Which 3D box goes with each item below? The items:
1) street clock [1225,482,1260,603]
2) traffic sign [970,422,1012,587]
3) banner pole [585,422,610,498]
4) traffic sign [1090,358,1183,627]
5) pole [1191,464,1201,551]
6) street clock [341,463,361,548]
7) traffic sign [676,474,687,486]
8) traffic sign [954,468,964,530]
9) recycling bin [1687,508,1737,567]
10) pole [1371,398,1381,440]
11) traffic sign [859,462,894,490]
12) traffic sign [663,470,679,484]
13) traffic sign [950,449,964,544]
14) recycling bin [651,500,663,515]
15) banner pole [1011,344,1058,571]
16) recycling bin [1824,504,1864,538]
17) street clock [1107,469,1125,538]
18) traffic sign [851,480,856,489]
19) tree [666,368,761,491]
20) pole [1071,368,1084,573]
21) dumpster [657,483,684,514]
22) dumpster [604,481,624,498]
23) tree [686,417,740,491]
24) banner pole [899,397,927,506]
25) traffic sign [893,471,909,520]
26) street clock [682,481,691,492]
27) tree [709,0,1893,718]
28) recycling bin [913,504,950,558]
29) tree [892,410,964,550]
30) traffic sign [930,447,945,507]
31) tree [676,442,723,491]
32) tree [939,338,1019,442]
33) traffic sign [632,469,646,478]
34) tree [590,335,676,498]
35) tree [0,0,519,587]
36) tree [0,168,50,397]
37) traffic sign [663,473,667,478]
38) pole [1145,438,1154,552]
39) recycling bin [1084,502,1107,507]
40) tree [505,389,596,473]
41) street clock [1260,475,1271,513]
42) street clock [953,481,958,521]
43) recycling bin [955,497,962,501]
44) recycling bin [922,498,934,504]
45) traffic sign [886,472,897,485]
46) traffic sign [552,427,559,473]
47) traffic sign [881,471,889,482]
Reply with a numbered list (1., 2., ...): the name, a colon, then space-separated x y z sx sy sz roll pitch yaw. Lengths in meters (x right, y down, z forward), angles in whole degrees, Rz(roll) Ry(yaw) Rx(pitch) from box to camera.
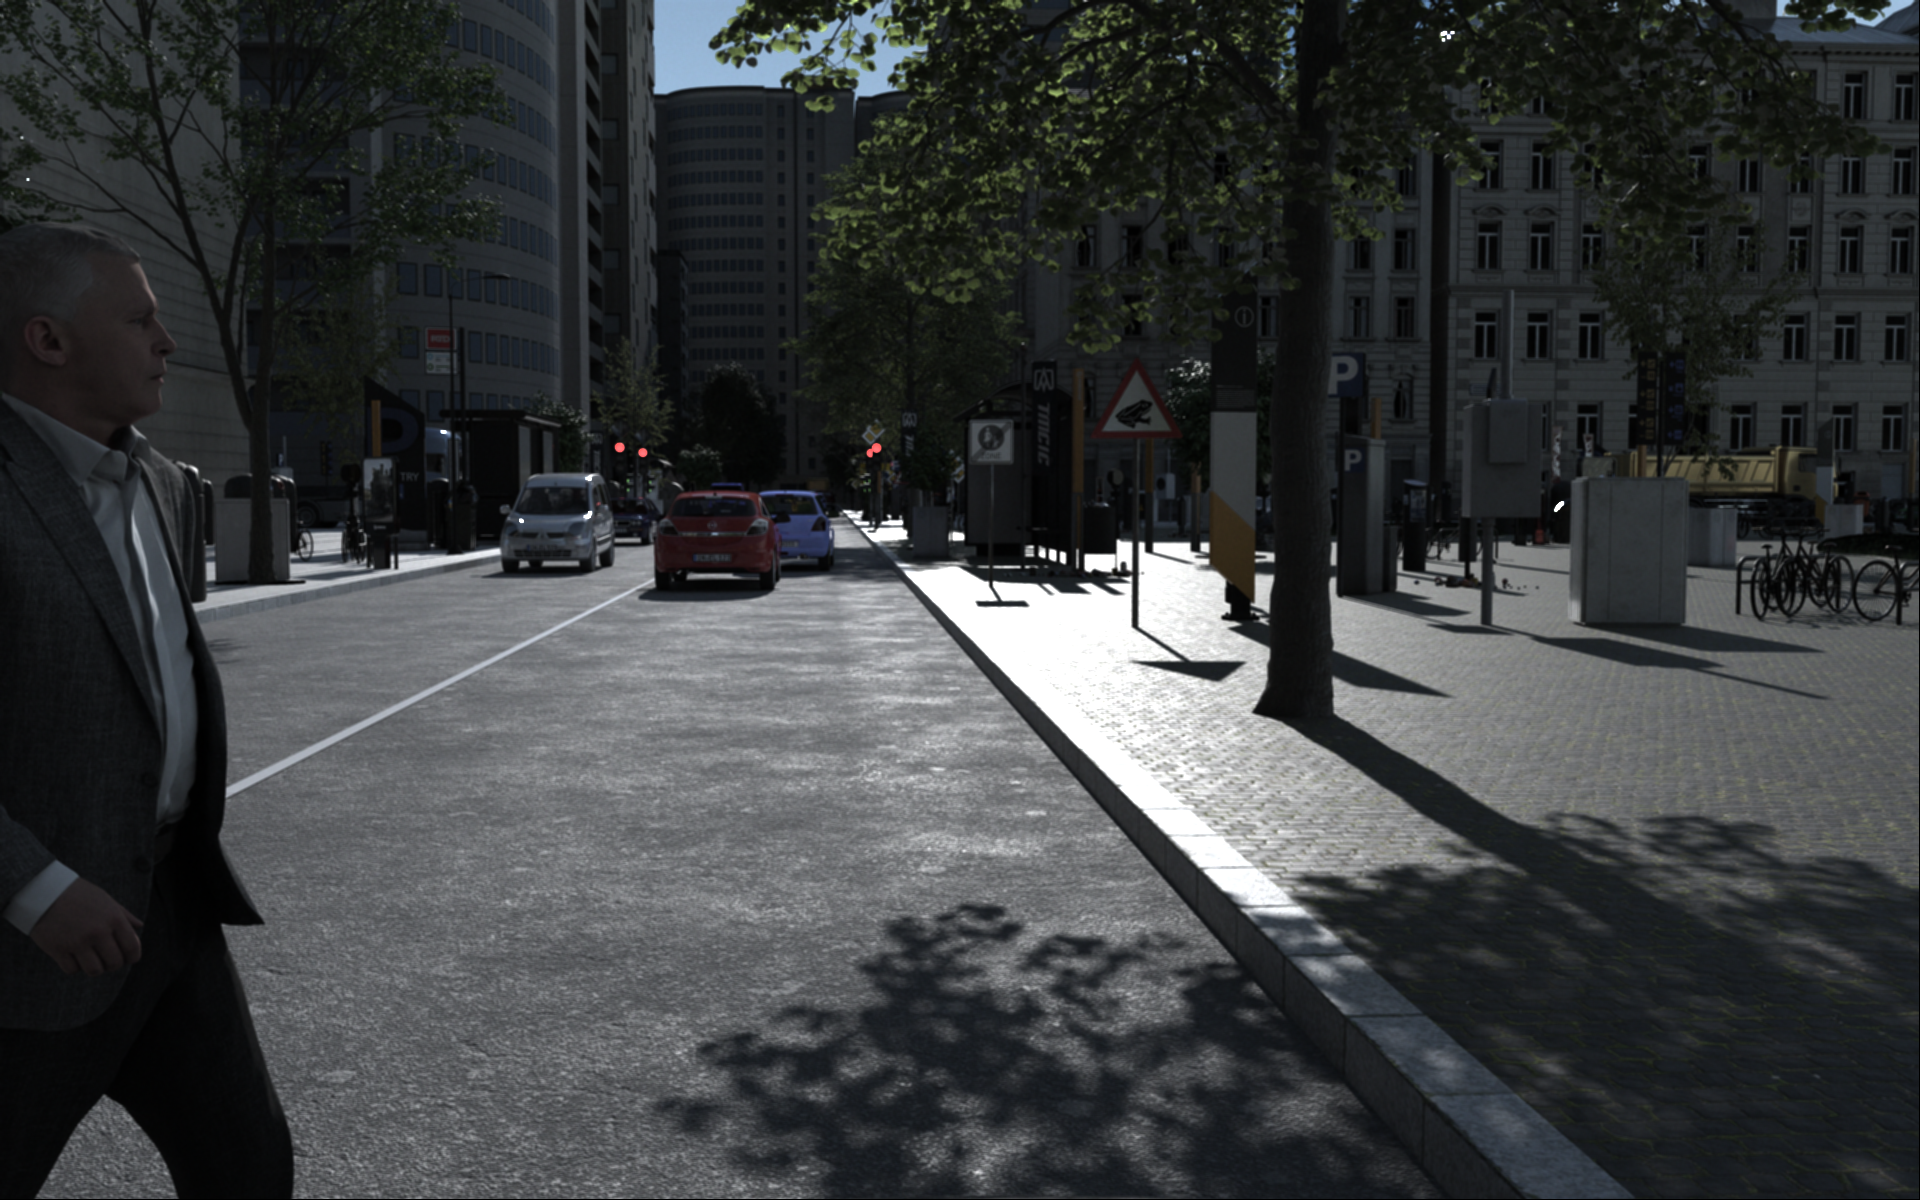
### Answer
1. street clock: 3.248 -0.973 20.487 0.471 2.002 0.358 0 4 2
2. traffic sign: 0.429 -1.335 23.960 0.606 2.300 0.079 0 4 1
3. banner pole: -12.367 -4.268 59.807 0.863 3.779 0.401 -1 4 -18
4. traffic sign: 1.688 -1.017 16.632 0.884 2.594 0.081 0 4 2
5. pole: 5.277 -2.744 38.707 0.158 3.312 0.155 0 3 0
6. street clock: -14.323 -2.215 40.783 0.358 2.002 0.471 1 4 18
7. traffic sign: -17.371 -6.576 107.624 0.768 2.556 0.104 0 4 3
8. traffic sign: -0.064 -3.683 61.401 0.795 2.450 0.064 0 4 2
9. recycling bin: 13.358 -1.127 30.973 0.722 1.027 0.722 -2 4 -26
10. pole: 8.818 -2.626 36.776 0.158 3.312 0.155 0 3 0
11. traffic sign: -5.334 -7.170 111.104 2.265 3.308 0.079 0 4 -4
12. traffic sign: -15.205 -5.557 90.853 0.884 2.594 0.081 0 4 2
13. traffic sign: -0.218 -2.629 44.166 0.795 2.450 0.064 0 4 1
14. recycling bin: -13.638 -3.968 77.423 0.722 1.027 0.722 -1 4 -9
15. banner pole: 1.255 -2.372 28.807 0.863 3.779 0.401 2 4 30
16. recycling bin: 21.383 -1.795 41.908 0.722 1.027 0.722 3 4 39
17. street clock: 4.502 -2.785 50.112 0.471 2.002 0.358 -2 4 -31
18. traffic sign: -8.083 -8.152 134.464 0.795 2.450 0.064 0 3 0
19. tree: -18.109 -11.804 127.409 7.601 10.594 8.767 -1 4 -9
20. pole: 1.920 -2.103 28.224 0.158 3.312 0.155 0 3 0
21. dumpster: -14.683 -5.025 87.909 1.264 1.857 1.865 0 4 -5
22. dumpster: -15.496 -4.308 76.187 1.264 1.857 1.865 0 4 -4
23. tree: -19.608 -11.477 138.010 4.737 8.622 4.395 0 3 0
24. banner pole: -1.143 -3.339 44.613 0.863 3.779 0.401 -1 4 -17
25. traffic sign: -2.934 -5.339 87.292 0.884 2.594 0.081 0 4 -4
26. street clock: -14.718 -5.428 93.324 0.358 2.002 0.471 2 4 30
27. tree: 2.387 -5.611 9.867 7.486 12.596 7.792 0 3 0
28. recycling bin: -0.574 -1.378 35.078 0.722 1.027 0.722 0 4 2
29. tree: -0.834 -2.777 40.000 1.663 3.219 1.824 0 3 0
30. traffic sign: -0.705 -2.587 42.397 0.768 2.556 0.104 0 4 5
31. tree: -16.607 -7.754 110.497 4.285 4.588 4.351 0 3 0
32. tree: 0.972 -7.863 78.915 4.360 8.622 3.978 0 3 0
33. traffic sign: -16.005 -5.280 86.436 0.768 2.556 0.104 0 4 -3
34. tree: -14.851 -7.914 79.748 4.360 8.622 3.978 0 3 0
35. tree: -10.008 -6.017 24.132 9.928 11.665 9.643 0 3 0
36. tree: -9.147 -1.884 14.520 4.285 4.588 4.351 0 3 0
37. traffic sign: -17.624 -6.266 102.547 0.768 2.556 0.104 0 4 2
38. pole: 4.162 -2.704 38.046 0.158 3.312 0.155 0 3 0
39. recycling bin: 4.104 -2.486 53.193 0.722 1.027 0.722 1 4 13
40. tree: -13.084 -4.329 54.493 4.285 4.588 4.351 0 3 0
41. street clock: 8.159 -2.562 46.462 0.358 2.002 0.471 3 5 42
42. street clock: -0.348 -4.787 82.837 0.471 2.002 0.358 -3 4 -37
43. recycling bin: -0.322 -7.138 129.265 0.722 1.027 0.722 -3 5 -41
44. recycling bin: -2.339 -6.767 123.187 0.722 1.027 0.722 2 4 31
45. traffic sign: -3.417 -5.413 89.694 0.795 2.450 0.064 0 4 -1
46. traffic sign: -12.832 -3.471 50.621 2.265 3.308 0.079 0 4 3
47. traffic sign: -4.244 -5.838 95.554 0.768 2.556 0.104 0 4 0
